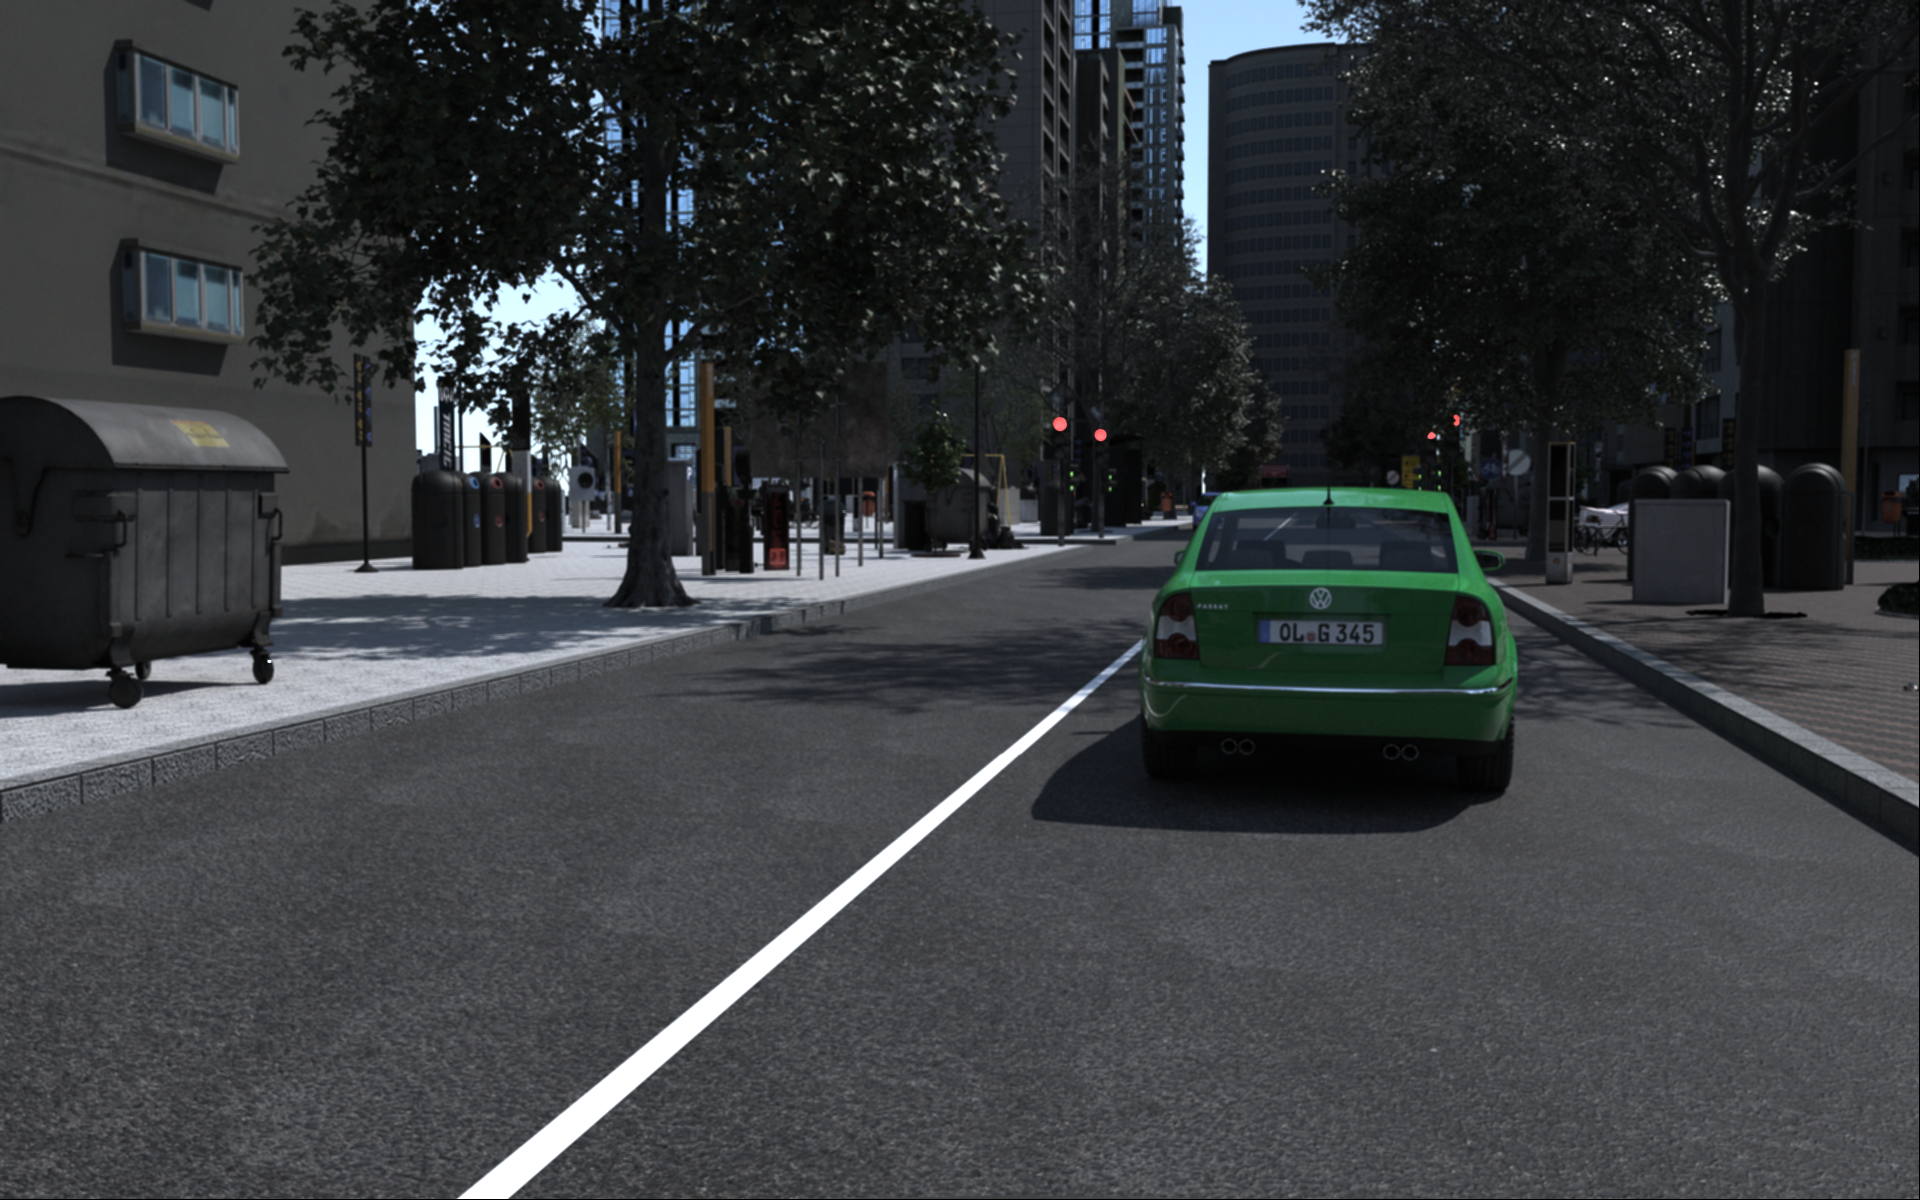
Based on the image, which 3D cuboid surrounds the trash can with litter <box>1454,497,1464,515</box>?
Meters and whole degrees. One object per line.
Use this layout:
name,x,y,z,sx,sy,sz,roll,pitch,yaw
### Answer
trash can with litter,34.243,-6.650,120.117,1.055,1.170,0.624,0,4,-4

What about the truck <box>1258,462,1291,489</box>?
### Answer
truck,27.841,-10.071,153.574,2.839,4.237,11.283,1,4,10

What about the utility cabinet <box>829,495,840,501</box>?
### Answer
utility cabinet,-9.078,-6.962,124.986,1.020,1.237,0.306,3,5,44

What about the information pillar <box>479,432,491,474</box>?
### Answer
information pillar,-17.931,-4.532,65.450,0.183,3.616,0.504,2,4,35

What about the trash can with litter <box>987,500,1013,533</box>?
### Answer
trash can with litter,1.137,-2.603,53.952,1.055,1.170,0.624,1,4,12

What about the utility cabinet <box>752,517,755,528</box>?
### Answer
utility cabinet,-8.287,-3.441,64.932,1.173,1.500,0.318,-2,4,-28

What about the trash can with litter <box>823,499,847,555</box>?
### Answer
trash can with litter,-2.611,-1.556,36.829,0.624,1.170,1.055,-1,4,-15

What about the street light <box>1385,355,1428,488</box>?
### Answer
street light,14.999,-5.220,57.892,1.470,5.913,1.316,1,4,12

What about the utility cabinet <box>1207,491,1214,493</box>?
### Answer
utility cabinet,17.920,-7.012,123.325,0.318,1.500,1.173,2,4,31

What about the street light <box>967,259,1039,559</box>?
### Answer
street light,0.858,-3.765,34.093,1.470,5.913,1.316,1,4,12

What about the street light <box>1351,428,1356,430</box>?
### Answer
street light,28.224,-9.141,121.997,1.470,5.913,1.316,1,4,12

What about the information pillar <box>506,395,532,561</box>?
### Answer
information pillar,-8.382,-2.553,33.100,0.504,3.616,0.183,3,5,40

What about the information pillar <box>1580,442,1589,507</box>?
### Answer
information pillar,28.309,-5.329,78.483,0.183,3.616,0.504,-1,4,-15

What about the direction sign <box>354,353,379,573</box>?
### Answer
direction sign,-9.753,-2.224,28.356,0.379,3.537,0.876,0,4,-4

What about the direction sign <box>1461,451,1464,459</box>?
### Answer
direction sign,26.506,-6.137,92.334,0.379,3.537,0.876,-2,4,-31

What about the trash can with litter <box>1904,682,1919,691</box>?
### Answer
trash can with litter,6.641,0.048,10.280,1.678,1.210,2.233,-1,4,-8

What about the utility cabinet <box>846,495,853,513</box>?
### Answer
utility cabinet,-7.125,-6.367,115.255,1.020,1.237,0.306,2,4,35

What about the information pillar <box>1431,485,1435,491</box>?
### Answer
information pillar,17.117,-3.582,63.053,0.304,2.012,0.304,0,4,7

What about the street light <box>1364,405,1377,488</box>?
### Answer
street light,21.632,-7.189,90.076,1.470,5.913,1.316,1,4,12

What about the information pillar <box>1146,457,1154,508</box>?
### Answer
information pillar,10.819,-6.563,98.660,0.504,3.616,0.183,-1,4,-16

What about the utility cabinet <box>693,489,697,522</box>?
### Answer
utility cabinet,-11.997,-4.287,78.765,0.318,1.500,1.173,3,4,37

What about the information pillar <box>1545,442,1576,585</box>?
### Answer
information pillar,8.522,-1.229,24.580,0.304,2.012,0.304,2,4,35

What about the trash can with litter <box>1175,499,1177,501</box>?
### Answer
trash can with litter,14.830,-6.739,121.567,0.624,1.170,1.055,1,4,18

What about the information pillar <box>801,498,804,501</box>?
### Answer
information pillar,-10.483,-7.465,113.412,0.504,3.616,0.183,-1,4,-8

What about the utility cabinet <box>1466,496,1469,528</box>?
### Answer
utility cabinet,19.552,-3.351,65.946,0.306,1.237,1.020,2,4,31

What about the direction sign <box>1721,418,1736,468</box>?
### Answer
direction sign,23.156,-3.646,51.603,0.876,3.537,0.379,2,4,30

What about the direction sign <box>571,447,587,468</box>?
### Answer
direction sign,-18.326,-5.586,83.330,0.876,3.537,0.379,2,4,24

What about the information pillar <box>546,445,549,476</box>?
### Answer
information pillar,-19.504,-5.538,81.893,0.183,3.616,0.504,-1,4,-8

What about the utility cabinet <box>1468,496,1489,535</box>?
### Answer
utility cabinet,16.464,-2.659,54.636,0.306,1.237,1.020,3,4,37

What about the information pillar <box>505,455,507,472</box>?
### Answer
information pillar,-22.140,-5.750,85.368,0.504,3.616,0.183,-1,4,-9

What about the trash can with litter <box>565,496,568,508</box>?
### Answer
trash can with litter,-27.723,-6.677,120.561,1.055,1.170,0.624,3,5,43

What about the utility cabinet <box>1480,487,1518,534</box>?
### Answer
utility cabinet,17.345,-2.880,55.772,0.318,1.500,1.173,-3,5,-44

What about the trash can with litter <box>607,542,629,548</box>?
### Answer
trash can with litter,-7.712,-1.884,41.854,1.678,1.210,2.233,-1,4,-22

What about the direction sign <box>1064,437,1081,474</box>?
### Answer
direction sign,4.388,-4.698,68.811,0.876,3.537,0.379,1,4,18

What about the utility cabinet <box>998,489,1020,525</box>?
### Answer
utility cabinet,2.016,-3.838,71.426,0.318,1.500,1.173,2,4,35

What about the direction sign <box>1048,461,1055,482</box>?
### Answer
direction sign,6.392,-7.866,120.602,0.379,3.537,0.876,2,4,34

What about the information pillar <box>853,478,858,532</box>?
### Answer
information pillar,-3.489,-3.321,58.782,0.304,2.012,0.304,0,4,-5

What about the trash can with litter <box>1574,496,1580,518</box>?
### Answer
trash can with litter,30.602,-4.537,85.240,2.233,1.210,1.678,-3,5,-42

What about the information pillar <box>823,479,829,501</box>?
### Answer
information pillar,-6.586,-4.923,84.978,0.304,2.012,0.304,0,4,-2

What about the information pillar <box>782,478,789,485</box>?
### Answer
information pillar,-10.537,-6.928,104.623,0.504,3.616,0.183,3,5,41

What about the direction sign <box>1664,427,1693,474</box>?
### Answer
direction sign,24.408,-4.094,58.933,0.876,3.537,0.379,2,4,31

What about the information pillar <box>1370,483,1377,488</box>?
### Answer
information pillar,26.816,-6.595,112.325,0.304,2.012,0.304,-2,4,-27

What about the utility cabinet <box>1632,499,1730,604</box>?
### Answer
utility cabinet,8.575,-0.577,20.602,1.020,1.237,0.306,2,4,32

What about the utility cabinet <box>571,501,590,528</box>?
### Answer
utility cabinet,-14.320,-3.470,65.421,0.318,1.500,1.173,0,4,7

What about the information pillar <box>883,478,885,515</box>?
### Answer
information pillar,-4.616,-6.994,105.698,0.504,3.616,0.183,3,4,37

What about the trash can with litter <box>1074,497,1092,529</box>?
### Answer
trash can with litter,4.368,-3.203,63.751,1.055,1.170,0.624,-3,5,-44
